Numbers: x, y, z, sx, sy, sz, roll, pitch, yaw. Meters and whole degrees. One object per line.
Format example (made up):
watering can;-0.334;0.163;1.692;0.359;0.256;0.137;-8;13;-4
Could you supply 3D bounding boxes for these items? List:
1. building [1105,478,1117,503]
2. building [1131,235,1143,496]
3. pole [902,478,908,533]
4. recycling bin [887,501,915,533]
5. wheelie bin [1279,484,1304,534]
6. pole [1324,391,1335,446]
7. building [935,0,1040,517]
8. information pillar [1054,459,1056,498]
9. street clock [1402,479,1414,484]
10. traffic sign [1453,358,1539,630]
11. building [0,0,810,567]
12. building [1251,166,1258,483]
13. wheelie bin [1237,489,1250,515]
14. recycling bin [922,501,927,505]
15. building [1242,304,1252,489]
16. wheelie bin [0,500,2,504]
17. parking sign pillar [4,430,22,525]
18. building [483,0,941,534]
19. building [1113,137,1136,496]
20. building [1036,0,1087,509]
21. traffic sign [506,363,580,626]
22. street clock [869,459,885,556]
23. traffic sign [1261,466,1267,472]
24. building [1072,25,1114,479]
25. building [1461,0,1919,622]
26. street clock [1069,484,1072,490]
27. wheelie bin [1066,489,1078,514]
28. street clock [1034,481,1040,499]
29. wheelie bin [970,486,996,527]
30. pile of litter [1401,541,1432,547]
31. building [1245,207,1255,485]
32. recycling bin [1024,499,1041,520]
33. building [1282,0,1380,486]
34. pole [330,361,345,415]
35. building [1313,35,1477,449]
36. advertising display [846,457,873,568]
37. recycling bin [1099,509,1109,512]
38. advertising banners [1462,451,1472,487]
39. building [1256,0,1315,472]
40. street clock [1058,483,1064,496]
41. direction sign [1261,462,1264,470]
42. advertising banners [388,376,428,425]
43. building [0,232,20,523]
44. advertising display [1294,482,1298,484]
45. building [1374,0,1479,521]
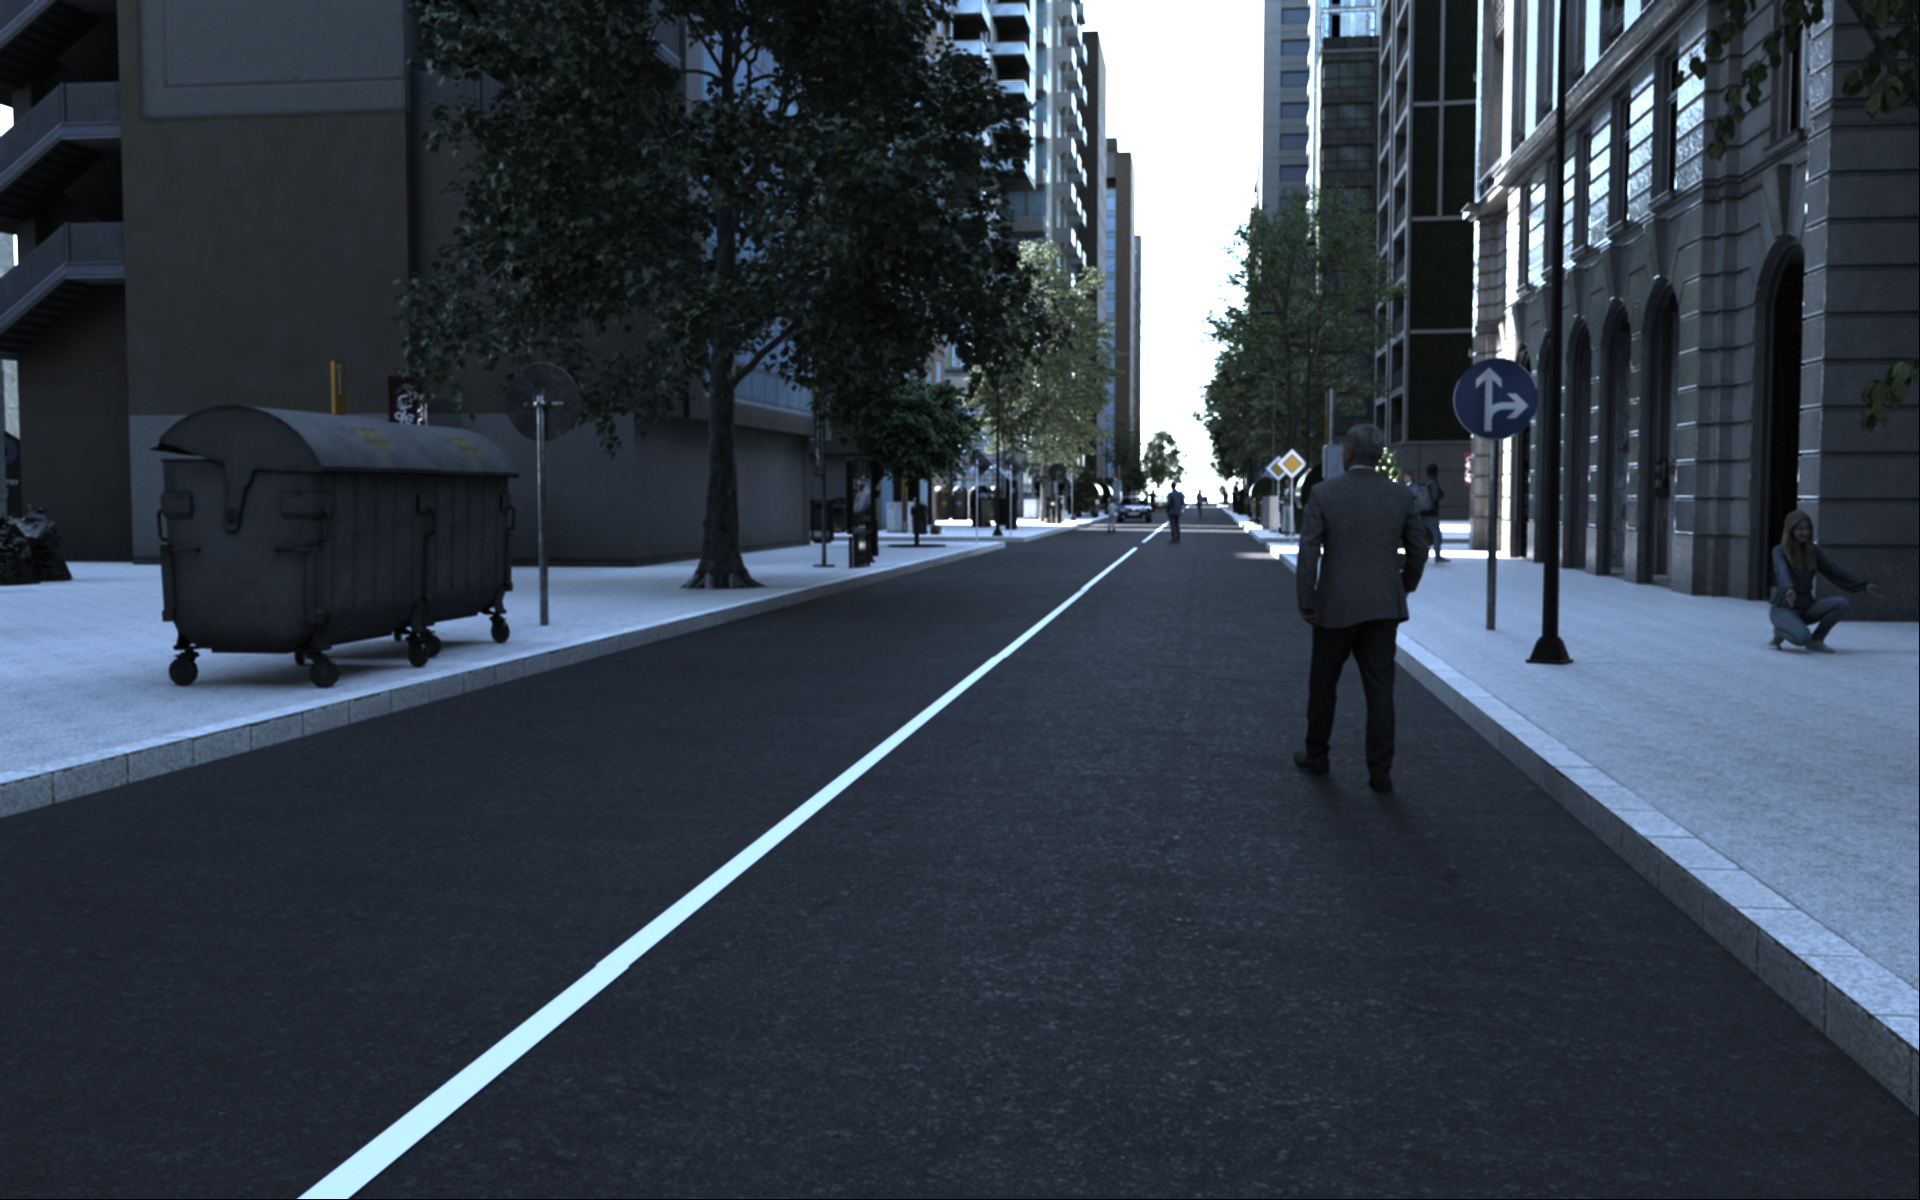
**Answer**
building;0.800;-30.264;186.704;32.217;40.220;23.993;0;4;8
building;20.652;-35.645;266.384;14.154;41.232;14.086;0;4;8
pole;-1.813;-3.866;57.059;0.158;3.312;0.155;0;3;0
recycling bin;-2.010;-2.775;57.922;0.722;1.027;0.722;1;4;16
wheelie bin;10.692;-2.933;55.862;0.693;1.594;0.980;-2;4;-35
pole;7.337;-2.483;34.436;0.158;3.312;0.155;0;3;0
building;-5.519;-48.708;109.040;22.319;86.520;31.000;0;4;8
information pillar;5.949;-7.173;108.635;0.183;3.616;0.504;0;4;3
street clock;19.773;-4.394;76.413;0.471;2.002;0.358;3;5;43
traffic sign;5.024;-0.991;16.311;0.768;2.556;0.104;1;4;12
building;-11.343;-23.660;36.948;14.200;45.320;14.600;0;4;8
building;49.192;-34.911;225.420;22.147;44.769;28.867;0;4;8
wheelie bin;17.699;-6.098;107.609;0.980;1.594;0.693;-2;4;-30
recycling bin;-1.586;-2.908;60.099;0.722;1.027;0.722;1;4;14
building;48.216;-29.110;247.651;14.160;30.474;14.107;0;4;8
wheelie bin;-23.720;-2.087;42.037;0.693;1.594;0.980;-1;4;-15
parking sign pillar;-32.051;-4.242;57.836;1.447;3.967;1.447;-3;5;-39
building;-8.471;-25.475;66.624;14.600;45.320;14.200;0;4;8
building;15.204;-34.977;221.990;14.600;45.320;14.200;0;4;8
building;-1.140;-32.105;144.533;23.786;49.044;30.456;0;4;8
traffic sign;-4.064;-1.024;16.854;0.768;2.556;0.104;1;4;10
street clock;-1.810;-1.913;35.852;0.471;2.002;0.358;1;4;16
traffic sign;14.091;-4.835;79.157;0.768;2.556;0.104;1;4;13
building;6.727;-31.582;166.470;14.600;45.320;14.200;0;4;8
building;16.047;-11.353;27.425;13.314;21.916;24.055;0;4;8
street clock;8.492;-7.524;127.587;0.358;2.002;0.471;3;5;39
wheelie bin;7.846;-6.869;120.220;0.693;1.594;0.980;1;4;14
street clock;4.319;-5.595;96.048;0.358;2.002;0.471;-1;4;-23
wheelie bin;0.817;-3.633;67.311;0.693;1.594;0.980;-3;5;-41
pile of litter;10.780;-1.720;42.089;1.176;0.858;1.719;0;4;-5
building;50.374;-37.373;261.161;14.600;45.320;14.200;0;4;8
recycling bin;3.643;-4.514;86.351;0.722;1.027;0.722;2;4;30
building;39.377;-51.256;150.711;22.319;86.520;31.000;0;4;8
pole;-9.534;-2.004;26.610;0.158;3.312;0.155;0;3;0
building;30.071;-20.848;112.569;14.160;30.474;14.107;0;4;8
advertising display;-1.760;-1.537;30.340;0.123;1.923;0.974;1;4;18
recycling bin;10.246;-6.820;124.063;0.722;1.027;0.722;3;4;39
advertising banners;21.270;-4.504;69.834;2.074;3.025;0.090;0;4;7
building;41.757;-39.116;181.537;21.231;58.520;28.212;0;4;8
street clock;6.527;-6.576;112.092;0.358;2.002;0.471;1;4;23
direction sign;21.161;-7.899;121.139;0.379;3.537;0.876;0;4;0
advertising banners;-8.885;-1.787;25.412;2.074;3.025;0.090;-2;4;-32
building;-56.609;-46.384;71.051;31.000;86.520;22.319;0;4;8
advertising display;18.654;-5.521;95.480;0.974;1.923;0.123;0;4;-3
building;30.137;-39.603;85.757;20.563;71.187;20.611;0;4;8
